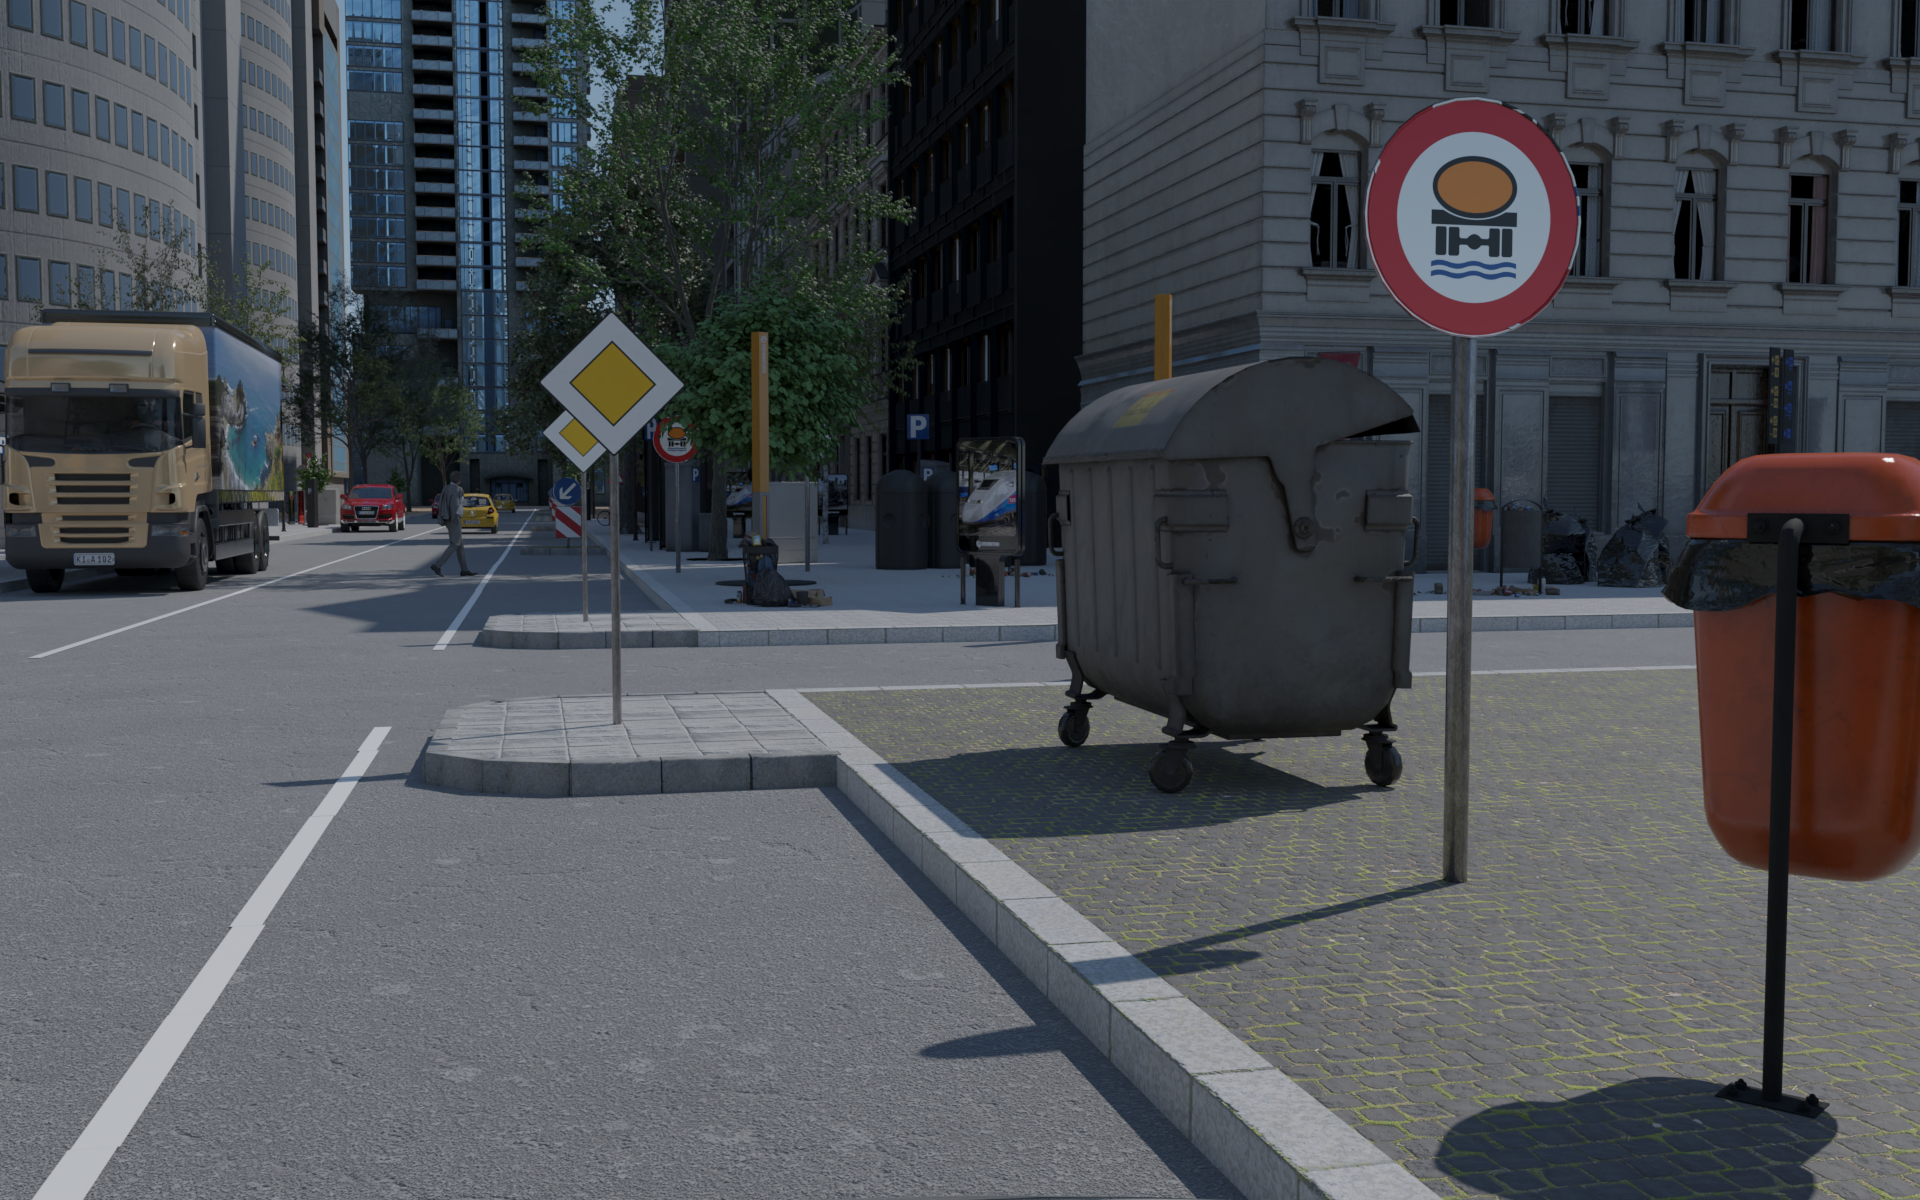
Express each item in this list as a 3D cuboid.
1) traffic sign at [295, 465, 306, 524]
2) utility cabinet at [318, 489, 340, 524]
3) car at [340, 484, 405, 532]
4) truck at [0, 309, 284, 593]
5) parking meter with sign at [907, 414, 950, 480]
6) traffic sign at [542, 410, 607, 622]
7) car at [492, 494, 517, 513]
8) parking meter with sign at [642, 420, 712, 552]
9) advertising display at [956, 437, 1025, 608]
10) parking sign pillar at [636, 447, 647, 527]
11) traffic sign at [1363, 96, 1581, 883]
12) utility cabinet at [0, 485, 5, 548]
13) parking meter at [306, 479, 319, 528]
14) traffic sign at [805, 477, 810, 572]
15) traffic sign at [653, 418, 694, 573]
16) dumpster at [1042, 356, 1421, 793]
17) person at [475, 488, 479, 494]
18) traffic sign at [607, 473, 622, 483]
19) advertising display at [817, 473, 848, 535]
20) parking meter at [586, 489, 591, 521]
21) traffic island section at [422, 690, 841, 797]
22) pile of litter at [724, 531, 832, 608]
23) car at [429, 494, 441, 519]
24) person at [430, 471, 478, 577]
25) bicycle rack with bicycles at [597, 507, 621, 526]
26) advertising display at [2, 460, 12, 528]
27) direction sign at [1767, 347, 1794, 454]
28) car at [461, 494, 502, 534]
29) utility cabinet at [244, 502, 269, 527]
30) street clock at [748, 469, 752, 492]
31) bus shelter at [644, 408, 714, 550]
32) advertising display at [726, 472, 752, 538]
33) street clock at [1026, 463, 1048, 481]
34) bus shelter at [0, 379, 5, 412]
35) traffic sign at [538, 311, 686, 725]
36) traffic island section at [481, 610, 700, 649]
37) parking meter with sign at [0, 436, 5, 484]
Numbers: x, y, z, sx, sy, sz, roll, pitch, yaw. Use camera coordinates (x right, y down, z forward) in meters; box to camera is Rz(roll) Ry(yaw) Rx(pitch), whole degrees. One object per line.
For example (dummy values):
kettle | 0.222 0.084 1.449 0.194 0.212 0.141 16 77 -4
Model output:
traffic sign | -28.443 -4.588 75.119 0.768 2.556 0.104 0 4 -6
utility cabinet | -26.458 -3.888 72.247 1.173 1.500 0.318 1 4 16
car | -22.529 -3.539 66.538 2.281 1.827 5.304 -1 4 -13
truck | -13.231 -2.434 28.706 2.839 4.237 11.283 -1 4 -14
parking meter with sign | -0.532 -2.591 38.623 0.543 3.016 1.738 2 4 26
traffic sign | -3.770 -0.839 17.358 0.795 2.450 0.064 -1 4 -13
car | -34.716 -7.431 131.728 2.015 1.641 3.980 -1 4 -13
parking meter with sign | -6.170 -2.584 38.514 1.738 3.016 0.543 1 4 22
advertising display | 0.344 -0.892 19.800 0.974 1.923 0.123 3 5 44
parking sign pillar | -12.174 -4.825 67.358 1.447 3.967 1.447 0 4 -4
traffic sign | 1.644 -0.340 5.672 0.768 2.556 0.104 -1 4 -13
utility cabinet | -22.331 -1.959 40.701 1.173 1.500 0.318 2 4 27
parking meter | -24.676 -3.686 65.974 0.399 1.863 0.255 2 4 25
traffic sign | -2.520 -1.741 28.572 0.768 2.556 0.104 -1 4 -13
traffic sign | -4.584 -1.713 28.122 0.768 2.556 0.104 0 4 -4
dumpster | 1.237 -0.147 8.167 1.264 1.857 1.865 -1 4 -14
person | -32.519 -6.618 116.788 0.705 1.814 1.350 1 4 9
traffic sign | -17.046 -5.253 85.883 0.884 2.594 0.081 -1 4 -12
advertising display | -3.978 -2.988 54.068 0.974 1.923 0.123 0 4 -8
parking meter | -18.120 -4.628 84.081 0.372 1.533 0.369 0 3 0
traffic island section | -1.893 0.771 9.673 2.009 0.180 2.903 -1 4 -13
pile of litter | -2.133 -0.385 20.253 1.176 0.858 1.719 -1 4 -19
car | -30.166 -5.690 102.077 2.155 1.783 4.494 -1 4 -15
person | -8.778 -1.312 30.045 0.850 1.850 0.679 -2 4 -33
bicycle rack with bicycles | -13.176 -3.502 70.640 2.925 0.926 2.852 0 4 -4
advertising display | -18.109 -1.726 33.431 0.123 1.923 0.974 0 4 4
direction sign | 12.782 -2.143 27.038 0.876 3.537 0.379 -3 5 -43
car | -17.832 -3.259 63.501 2.015 1.641 3.980 -1 4 -14
utility cabinet | -23.868 -2.911 58.749 0.306 1.237 1.020 1 4 9
street clock | -4.802 -2.247 41.312 0.471 2.002 0.358 -2 4 -35
bus shelter | -7.114 -3.145 42.700 1.731 3.624 6.357 -1 4 -13
advertising display | -6.382 -2.744 50.074 0.974 1.923 0.123 1 4 21
street clock | 1.800 -2.203 40.584 0.471 2.002 0.358 1 4 19
bus shelter | -16.177 -2.026 27.055 2.014 3.302 5.546 -1 4 -13
traffic sign | -1.914 -0.364 9.591 0.795 2.450 0.064 -1 4 -13
traffic island section | -3.749 0.296 17.441 2.009 0.180 2.903 -1 4 -13
parking meter with sign | -29.525 -3.407 51.967 1.738 3.016 0.543 0 4 2
